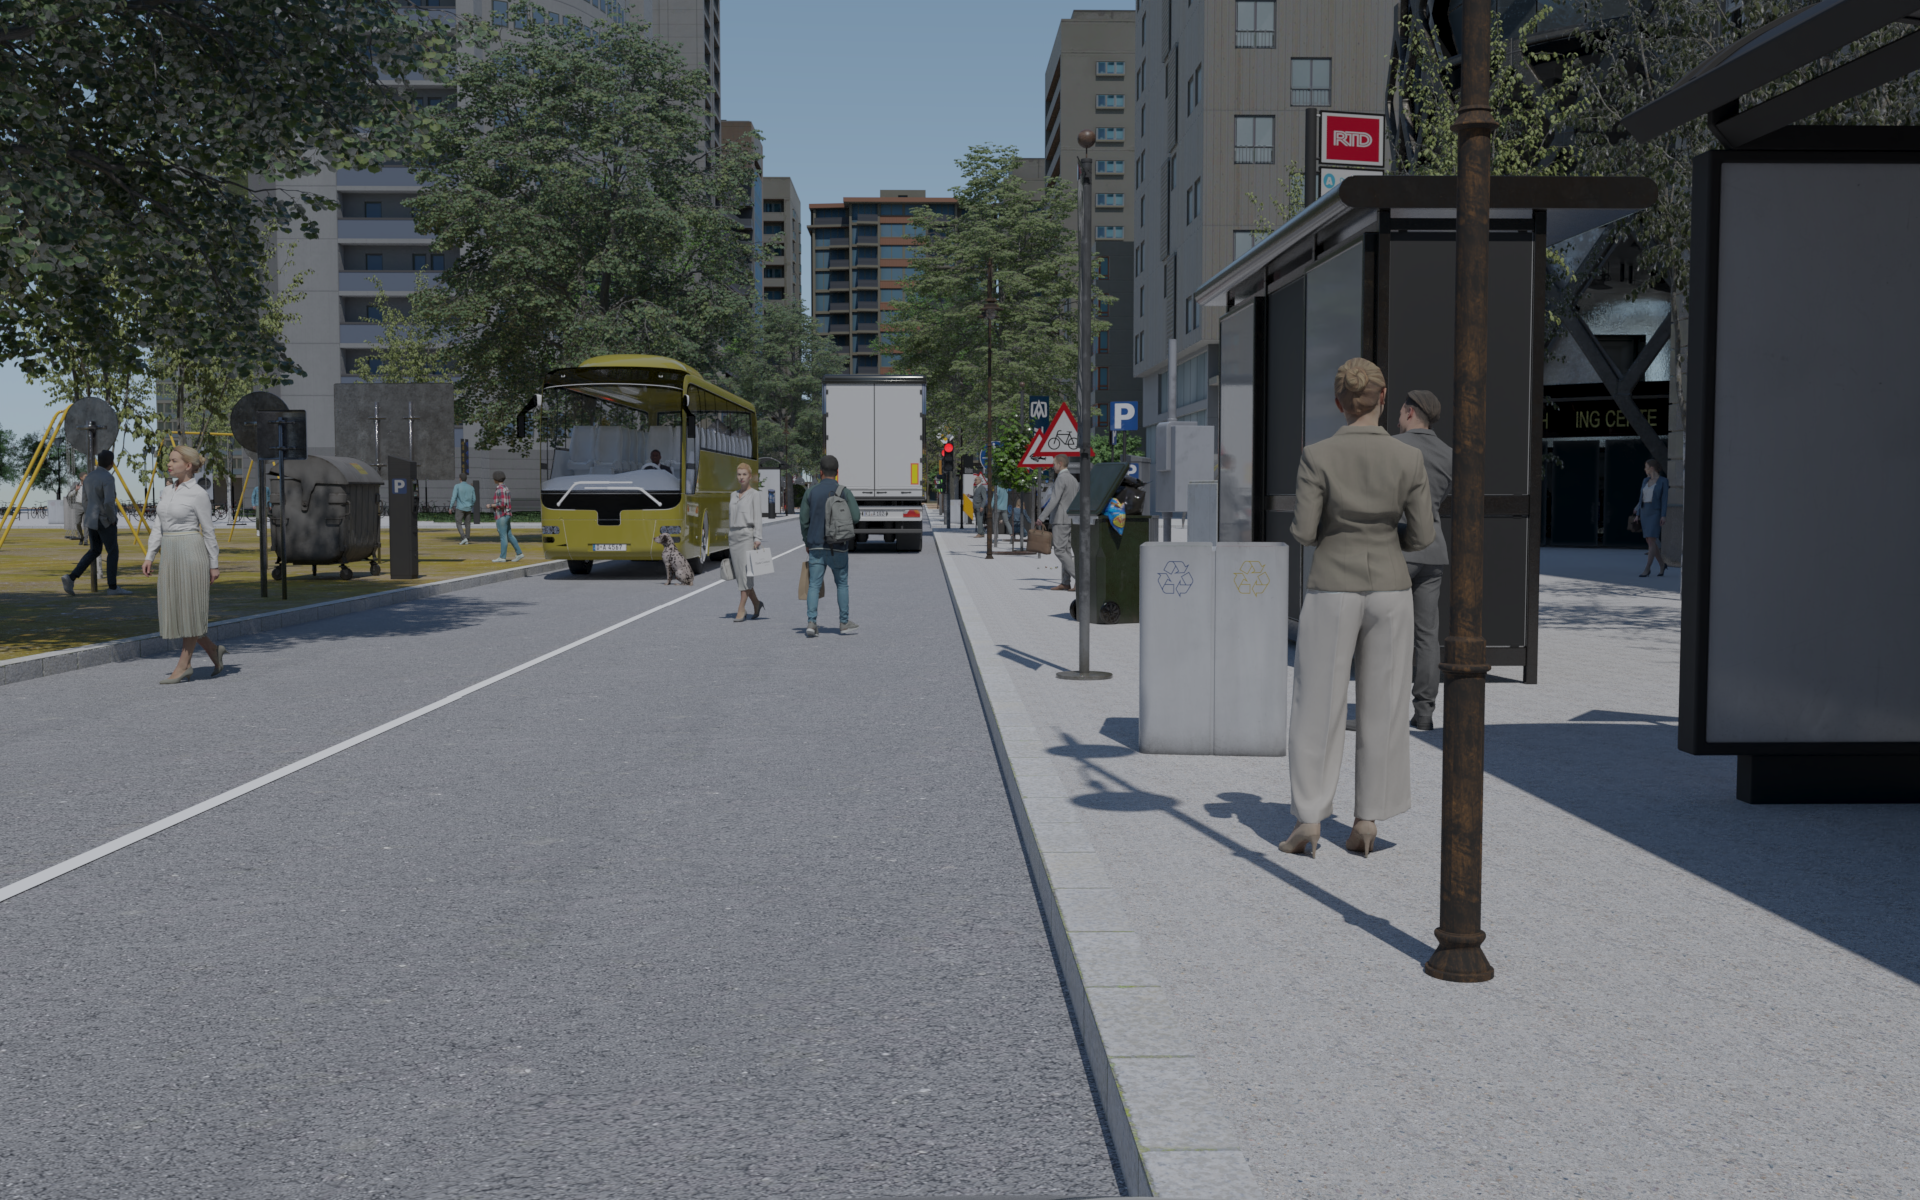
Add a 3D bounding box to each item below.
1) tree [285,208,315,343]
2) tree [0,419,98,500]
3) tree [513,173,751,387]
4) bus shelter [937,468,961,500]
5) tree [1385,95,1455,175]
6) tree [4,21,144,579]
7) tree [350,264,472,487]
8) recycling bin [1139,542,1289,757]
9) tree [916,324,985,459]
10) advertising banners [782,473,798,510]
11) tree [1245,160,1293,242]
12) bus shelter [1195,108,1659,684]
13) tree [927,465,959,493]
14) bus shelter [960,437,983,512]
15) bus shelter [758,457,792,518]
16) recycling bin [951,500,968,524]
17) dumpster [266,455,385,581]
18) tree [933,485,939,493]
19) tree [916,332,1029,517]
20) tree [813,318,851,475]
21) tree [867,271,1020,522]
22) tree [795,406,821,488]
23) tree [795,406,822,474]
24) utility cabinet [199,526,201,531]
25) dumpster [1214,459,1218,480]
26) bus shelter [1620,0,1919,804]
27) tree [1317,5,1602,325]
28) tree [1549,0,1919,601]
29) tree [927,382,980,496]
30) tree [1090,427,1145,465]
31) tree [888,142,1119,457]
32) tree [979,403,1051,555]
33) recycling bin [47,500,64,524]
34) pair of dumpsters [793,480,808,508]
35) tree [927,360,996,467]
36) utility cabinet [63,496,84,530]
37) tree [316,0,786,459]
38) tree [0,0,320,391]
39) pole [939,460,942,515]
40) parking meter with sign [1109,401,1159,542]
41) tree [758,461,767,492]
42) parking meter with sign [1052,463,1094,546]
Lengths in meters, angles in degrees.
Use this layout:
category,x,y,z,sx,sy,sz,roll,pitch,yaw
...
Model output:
category,x,y,z,sx,sy,sz,roll,pitch,yaw
tree,-15.538,-5.192,35.246,4.737,8.622,4.395,0,3,0
tree,-66.294,-9.269,114.453,11.467,7.101,20.602,0,4,1
tree,-10.437,-7.941,55.594,9.928,11.665,9.643,0,3,0
bus shelter,-0.668,-8.268,129.102,2.014,3.302,5.546,0,4,-1
tree,9.379,-4.967,31.565,4.360,8.622,3.978,0,3,0
tree,-12.986,-4.609,25.713,4.737,8.622,4.395,0,3,0
tree,-17.904,-6.477,56.253,4.737,8.622,4.395,0,3,0
recycling bin,1.289,0.229,8.816,0.722,1.027,0.722,1,4,9
tree,-0.646,-20.115,184.768,12.611,20.169,13.585,0,3,0
advertising banners,-13.848,-8.677,138.058,2.074,3.025,0.090,1,4,19
tree,7.857,-5.370,38.160,4.737,8.622,4.395,0,3,0
bus shelter,3.464,-2.332,15.762,2.179,5.291,8.768,0,4,-1
tree,-1.634,-11.262,167.844,4.285,4.588,4.351,0,3,0
bus shelter,1.155,-8.673,119.432,2.179,5.291,8.768,0,4,-1
bus shelter,-10.629,-6.315,97.181,2.014,3.302,5.546,0,4,-1
recycling bin,-0.071,-3.868,75.800,0.722,1.027,0.722,1,4,17
dumpster,-9.641,-1.259,26.341,1.264,1.857,1.865,0,4,-1
tree,-1.183,-8.786,138.259,1.663,3.219,1.824,0,3,0
tree,0.486,-9.768,94.114,8.767,10.594,7.601,-1,4,-22
tree,-10.713,-12.399,109.380,9.857,13.997,8.962,0,3,0
tree,-0.444,-9.458,80.394,9.928,11.665,9.643,0,3,0
tree,-12.095,-11.741,142.334,4.737,8.622,4.395,0,3,0
tree,-13.265,-14.597,173.073,7.601,10.594,8.767,0,4,1
utility cabinet,-26.537,-3.015,60.450,0.306,1.237,1.020,-1,4,-18
dumpster,4.097,-1.161,24.737,1.264,1.857,1.865,0,4,-1
bus shelter,3.851,-0.655,4.629,2.014,3.302,5.546,0,4,-1
tree,7.521,-4.613,25.787,4.737,8.622,4.395,0,3,0
tree,8.851,-4.281,20.359,4.360,8.622,3.978,0,3,0
tree,-0.379,-9.796,110.523,4.737,8.622,4.395,0,3,0
tree,7.142,-5.928,80.642,4.285,4.588,4.351,0,3,0
tree,1.311,-8.485,56.864,7.486,12.596,7.792,0,3,0
tree,1.255,-2.579,36.771,1.663,3.219,1.824,0,3,0
recycling bin,-38.586,-3.760,74.035,0.722,1.027,0.722,-2,4,-31
pair of dumpsters,-11.389,-7.260,121.191,1.574,2.255,4.437,0,4,-1
tree,-0.910,-15.112,157.457,12.009,13.543,11.850,0,3,0
utility cabinet,-31.766,-3.140,62.507,1.020,1.237,0.306,-1,4,-21
tree,-9.716,-8.469,45.127,9.857,13.997,8.962,0,3,0
tree,-8.579,-6.585,14.318,9.857,13.997,8.962,0,3,0
pole,-1.160,-6.767,104.485,0.158,3.312,0.155,0,3,0
parking meter with sign,3.414,-2.272,33.416,0.543,3.016,1.738,1,4,22
tree,-9.868,-5.371,82.410,1.663,3.219,1.824,0,3,0
parking meter with sign,2.917,-2.821,42.382,1.738,3.016,0.543,1,4,16
